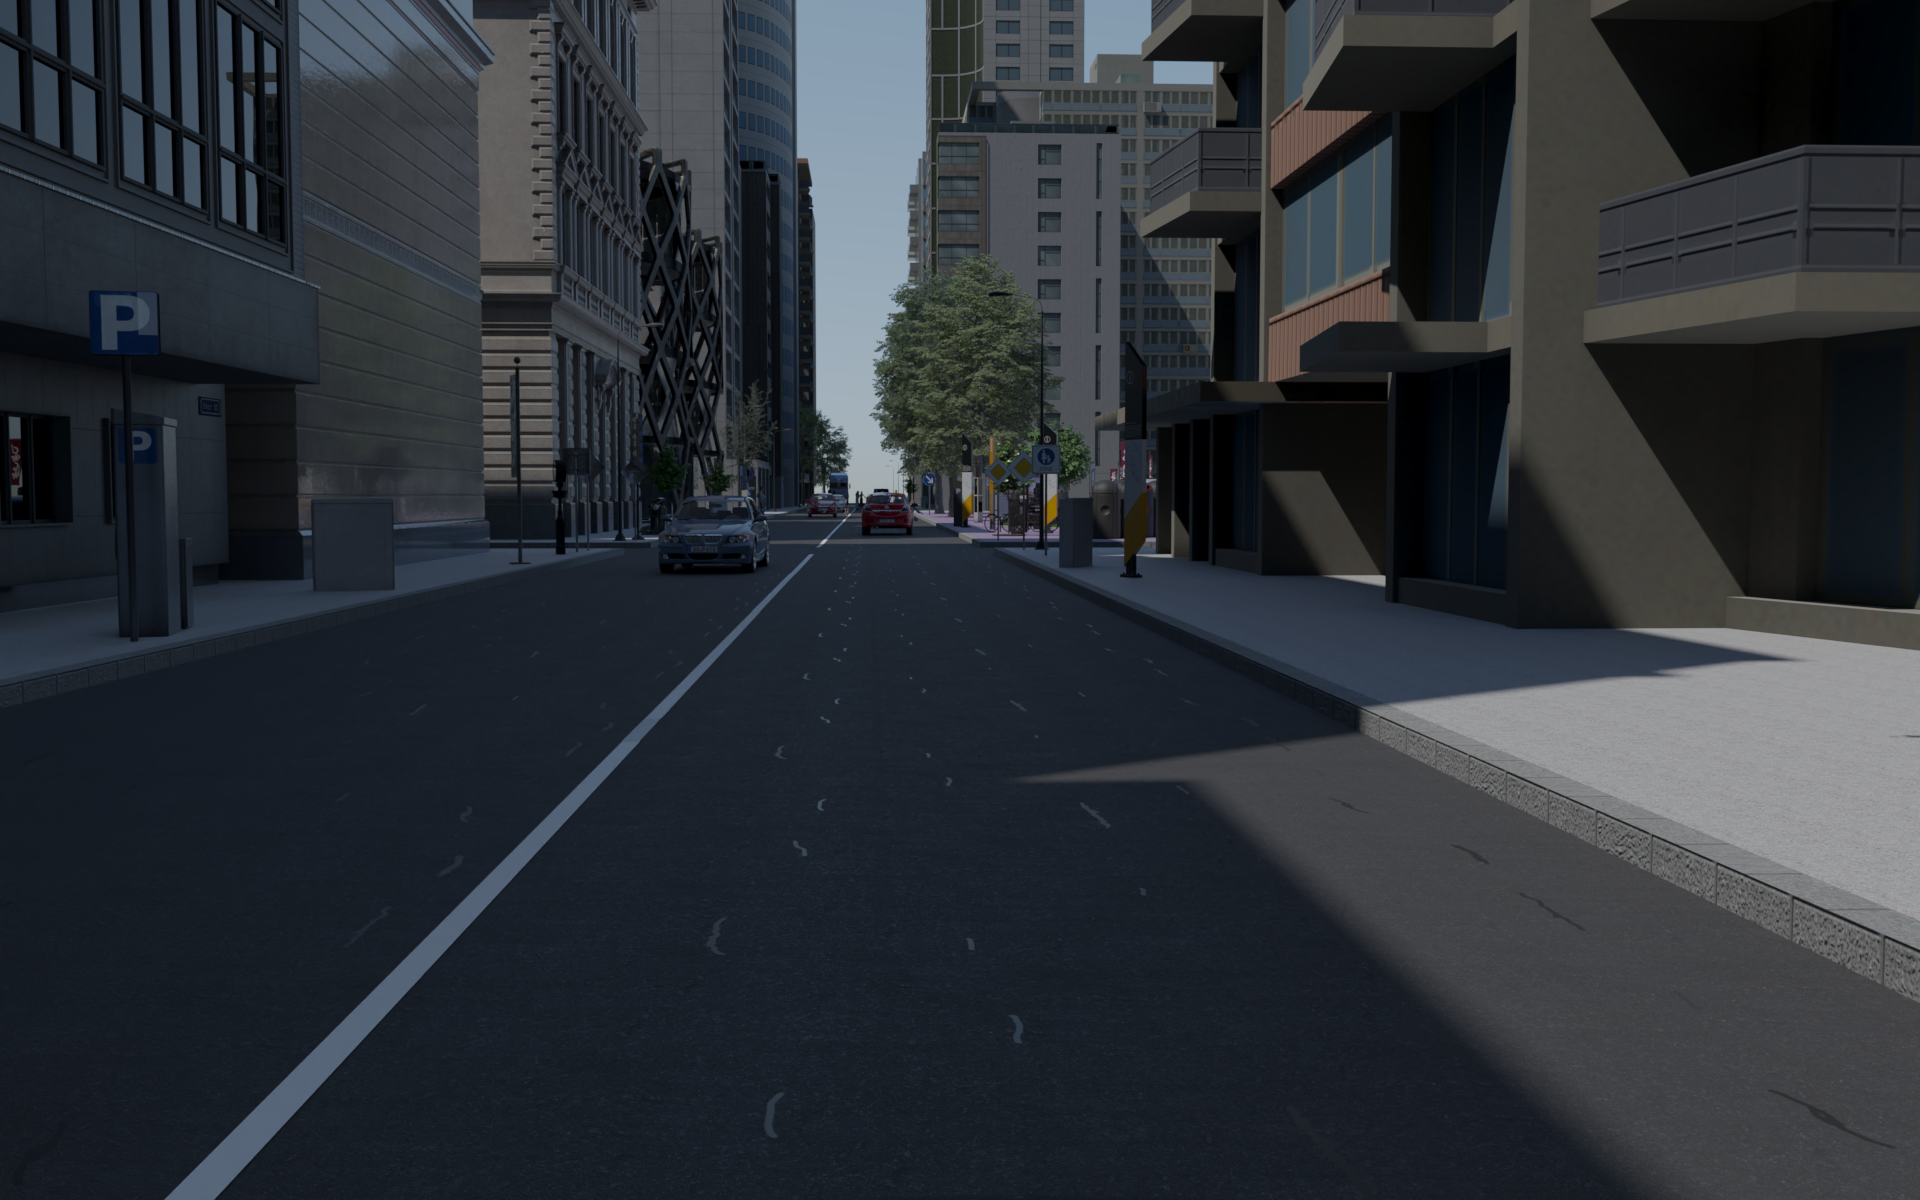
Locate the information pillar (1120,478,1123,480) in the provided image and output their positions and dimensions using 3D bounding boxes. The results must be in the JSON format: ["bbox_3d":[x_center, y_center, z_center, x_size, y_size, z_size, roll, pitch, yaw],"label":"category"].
[{"bbox_3d":[7.545,-4.584,79.438,0.304,2.012,0.304,-2,4,-35],"label":"information pillar"}]

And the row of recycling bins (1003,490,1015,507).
[{"bbox_3d":[3.995,-7.024,121.954,1.069,1.692,3.534,-2,4,-24],"label":"row of recycling bins"}]

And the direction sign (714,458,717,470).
[{"bbox_3d":[-15.221,-7.108,108.215,0.379,3.537,0.876,-2,4,-27],"label":"direction sign"}]

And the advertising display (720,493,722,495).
[{"bbox_3d":[-17.024,-7.042,120.342,0.974,1.923,0.123,0,4,3],"label":"advertising display"}]

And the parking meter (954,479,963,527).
[{"bbox_3d":[-0.052,-3.831,68.354,0.399,1.863,0.255,0,4,1],"label":"parking meter"}]

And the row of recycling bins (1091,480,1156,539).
[{"bbox_3d":[4.978,-2.665,50.681,1.069,1.692,3.534,3,4,39],"label":"row of recycling bins"}]

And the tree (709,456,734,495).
[{"bbox_3d":[-12.101,-5.676,87.408,1.663,3.219,1.824,0,3,0],"label":"tree"}]

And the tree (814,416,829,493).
[{"bbox_3d":[-21.974,-22.815,279.677,9.857,13.997,8.962,0,3,0],"label":"tree"}]

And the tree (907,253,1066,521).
[{"bbox_3d":[1.289,-10.039,82.270,7.486,12.596,7.792,0,3,0],"label":"tree"}]

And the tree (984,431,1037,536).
[{"bbox_3d":[1.396,-3.568,52.933,1.663,3.219,1.824,0,3,0],"label":"tree"}]

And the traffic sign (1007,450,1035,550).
[{"bbox_3d":[1.468,-2.216,39.879,0.795,2.450,0.064,0,4,-3],"label":"traffic sign"}]

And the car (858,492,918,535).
[{"bbox_3d":[-2.565,-3.220,61.694,2.155,1.783,4.494,0,4,-1],"label":"car"}]

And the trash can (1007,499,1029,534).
[{"bbox_3d":[1.846,-2.659,55.132,0.748,1.137,0.748,0,3,0],"label":"trash can"}]

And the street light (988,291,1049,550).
[{"bbox_3d":[1.345,-4.115,39.823,1.470,5.913,1.316,0,4,-3],"label":"street light"}]

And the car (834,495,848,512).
[{"bbox_3d":[-10.092,-7.791,139.743,2.083,1.381,4.827,0,4,-2],"label":"car"}]

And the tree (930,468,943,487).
[{"bbox_3d":[-1.387,-10.787,126.727,4.737,8.622,4.395,0,3,0],"label":"tree"}]

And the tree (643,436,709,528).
[{"bbox_3d":[-9.726,-3.875,57.962,1.663,3.219,1.824,0,3,0],"label":"tree"}]

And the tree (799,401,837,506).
[{"bbox_3d":[-17.643,-16.319,192.578,9.928,11.665,9.643,0,3,0],"label":"tree"}]

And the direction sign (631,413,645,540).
[{"bbox_3d":[-9.041,-3.459,48.549,0.379,3.537,0.876,1,4,9],"label":"direction sign"}]

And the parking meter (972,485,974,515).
[{"bbox_3d":[0.942,-6.148,106.225,0.255,1.863,0.399,2,4,30],"label":"parking meter"}]

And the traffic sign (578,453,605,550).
[{"bbox_3d":[-8.463,-2.186,39.383,0.795,2.450,0.064,0,4,-3],"label":"traffic sign"}]

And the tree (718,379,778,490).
[{"bbox_3d":[-13.788,-9.881,111.909,4.360,8.622,3.978,0,3,0],"label":"tree"}]

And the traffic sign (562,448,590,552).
[{"bbox_3d":[-8.482,-2.212,38.304,0.606,2.300,0.079,0,4,-3],"label":"traffic sign"}]

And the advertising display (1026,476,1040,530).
[{"bbox_3d":[2.832,-3.516,62.706,0.974,1.923,0.123,-2,4,-30],"label":"advertising display"}]

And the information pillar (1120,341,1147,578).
[{"bbox_3d":[2.673,-2.148,26.471,0.183,3.616,0.504,-2,4,-29],"label":"information pillar"}]

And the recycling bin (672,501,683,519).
[{"bbox_3d":[-13.947,-4.506,86.223,0.722,1.027,0.722,-1,4,-17],"label":"recycling bin"}]

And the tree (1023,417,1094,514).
[{"bbox_3d":[4.135,-5.538,74.258,4.285,4.588,4.351,0,3,0],"label":"tree"}]

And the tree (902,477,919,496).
[{"bbox_3d":[-4.900,-10.817,171.463,1.663,3.219,1.824,0,3,0],"label":"tree"}]

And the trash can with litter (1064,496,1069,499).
[{"bbox_3d":[6.732,-5.688,104.380,1.055,1.170,0.624,-1,4,-16],"label":"trash can with litter"}]

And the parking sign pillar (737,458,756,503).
[{"bbox_3d":[-14.639,-7.983,118.989,1.447,3.967,1.447,-3,5,-44],"label":"parking sign pillar"}]

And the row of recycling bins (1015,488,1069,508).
[{"bbox_3d":[5.510,-6.425,112.158,3.534,1.692,1.069,2,4,35],"label":"row of recycling bins"}]

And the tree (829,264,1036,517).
[{"bbox_3d":[-0.395,-11.521,95.017,9.857,13.997,8.962,0,3,0],"label":"tree"}]

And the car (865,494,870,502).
[{"bbox_3d":[-12.463,-14.367,246.700,2.131,1.459,4.920,0,4,-1],"label":"car"}]

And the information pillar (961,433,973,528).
[{"bbox_3d":[0.276,-4.575,66.152,0.504,3.616,0.183,3,5,42],"label":"information pillar"}]

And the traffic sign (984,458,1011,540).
[{"bbox_3d":[1.052,-2.704,47.854,0.795,2.450,0.064,0,4,-3],"label":"traffic sign"}]

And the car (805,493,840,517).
[{"bbox_3d":[-8.548,-6.026,107.561,2.155,1.783,4.494,0,4,-5],"label":"car"}]

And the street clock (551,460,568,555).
[{"bbox_3d":[-8.480,-1.966,36.718,0.358,2.002,0.471,-1,4,-21],"label":"street clock"}]

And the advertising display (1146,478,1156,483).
[{"bbox_3d":[7.725,-3.863,68.366,0.974,1.923,0.123,1,4,11],"label":"advertising display"}]

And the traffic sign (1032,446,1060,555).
[{"bbox_3d":[1.792,-2.076,36.079,0.606,2.300,0.079,0,4,4],"label":"traffic sign"}]

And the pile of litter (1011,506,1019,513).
[{"bbox_3d":[2.918,-5.165,98.406,1.176,0.858,1.719,0,4,4],"label":"pile of litter"}]

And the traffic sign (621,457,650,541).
[{"bbox_3d":[-8.880,-2.674,47.358,0.795,2.450,0.064,0,4,-3],"label":"traffic sign"}]

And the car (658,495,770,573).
[{"bbox_3d":[-4.636,-1.289,33.072,2.014,1.417,4.499,0,4,-1],"label":"car"}]

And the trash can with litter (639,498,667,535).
[{"bbox_3d":[-9.682,-2.627,54.334,1.055,1.170,0.624,3,4,39],"label":"trash can with litter"}]

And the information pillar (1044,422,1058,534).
[{"bbox_3d":[2.928,-3.974,56.328,0.504,3.616,0.183,2,4,26],"label":"information pillar"}]

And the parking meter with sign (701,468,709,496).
[{"bbox_3d":[-16.686,-7.312,115.809,0.543,3.016,1.738,-2,4,-34],"label":"parking meter with sign"}]

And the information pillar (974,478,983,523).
[{"bbox_3d":[0.824,-4.462,77.444,0.304,2.012,0.304,-3,4,-37],"label":"information pillar"}]

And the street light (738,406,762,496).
[{"bbox_3d":[-11.068,-7.244,90.985,1.470,5.913,1.316,0,4,-3],"label":"street light"}]

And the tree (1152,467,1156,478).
[{"bbox_3d":[11.901,-6.606,102.616,1.663,3.219,1.824,0,3,0],"label":"tree"}]

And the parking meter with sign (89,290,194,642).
[{"bbox_3d":[-7.381,-1.193,15.764,0.543,3.016,1.738,-1,4,-14],"label":"parking meter with sign"}]

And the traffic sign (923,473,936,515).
[{"bbox_3d":[-1.858,-6.450,105.560,0.768,2.556,0.104,0,4,0],"label":"traffic sign"}]
